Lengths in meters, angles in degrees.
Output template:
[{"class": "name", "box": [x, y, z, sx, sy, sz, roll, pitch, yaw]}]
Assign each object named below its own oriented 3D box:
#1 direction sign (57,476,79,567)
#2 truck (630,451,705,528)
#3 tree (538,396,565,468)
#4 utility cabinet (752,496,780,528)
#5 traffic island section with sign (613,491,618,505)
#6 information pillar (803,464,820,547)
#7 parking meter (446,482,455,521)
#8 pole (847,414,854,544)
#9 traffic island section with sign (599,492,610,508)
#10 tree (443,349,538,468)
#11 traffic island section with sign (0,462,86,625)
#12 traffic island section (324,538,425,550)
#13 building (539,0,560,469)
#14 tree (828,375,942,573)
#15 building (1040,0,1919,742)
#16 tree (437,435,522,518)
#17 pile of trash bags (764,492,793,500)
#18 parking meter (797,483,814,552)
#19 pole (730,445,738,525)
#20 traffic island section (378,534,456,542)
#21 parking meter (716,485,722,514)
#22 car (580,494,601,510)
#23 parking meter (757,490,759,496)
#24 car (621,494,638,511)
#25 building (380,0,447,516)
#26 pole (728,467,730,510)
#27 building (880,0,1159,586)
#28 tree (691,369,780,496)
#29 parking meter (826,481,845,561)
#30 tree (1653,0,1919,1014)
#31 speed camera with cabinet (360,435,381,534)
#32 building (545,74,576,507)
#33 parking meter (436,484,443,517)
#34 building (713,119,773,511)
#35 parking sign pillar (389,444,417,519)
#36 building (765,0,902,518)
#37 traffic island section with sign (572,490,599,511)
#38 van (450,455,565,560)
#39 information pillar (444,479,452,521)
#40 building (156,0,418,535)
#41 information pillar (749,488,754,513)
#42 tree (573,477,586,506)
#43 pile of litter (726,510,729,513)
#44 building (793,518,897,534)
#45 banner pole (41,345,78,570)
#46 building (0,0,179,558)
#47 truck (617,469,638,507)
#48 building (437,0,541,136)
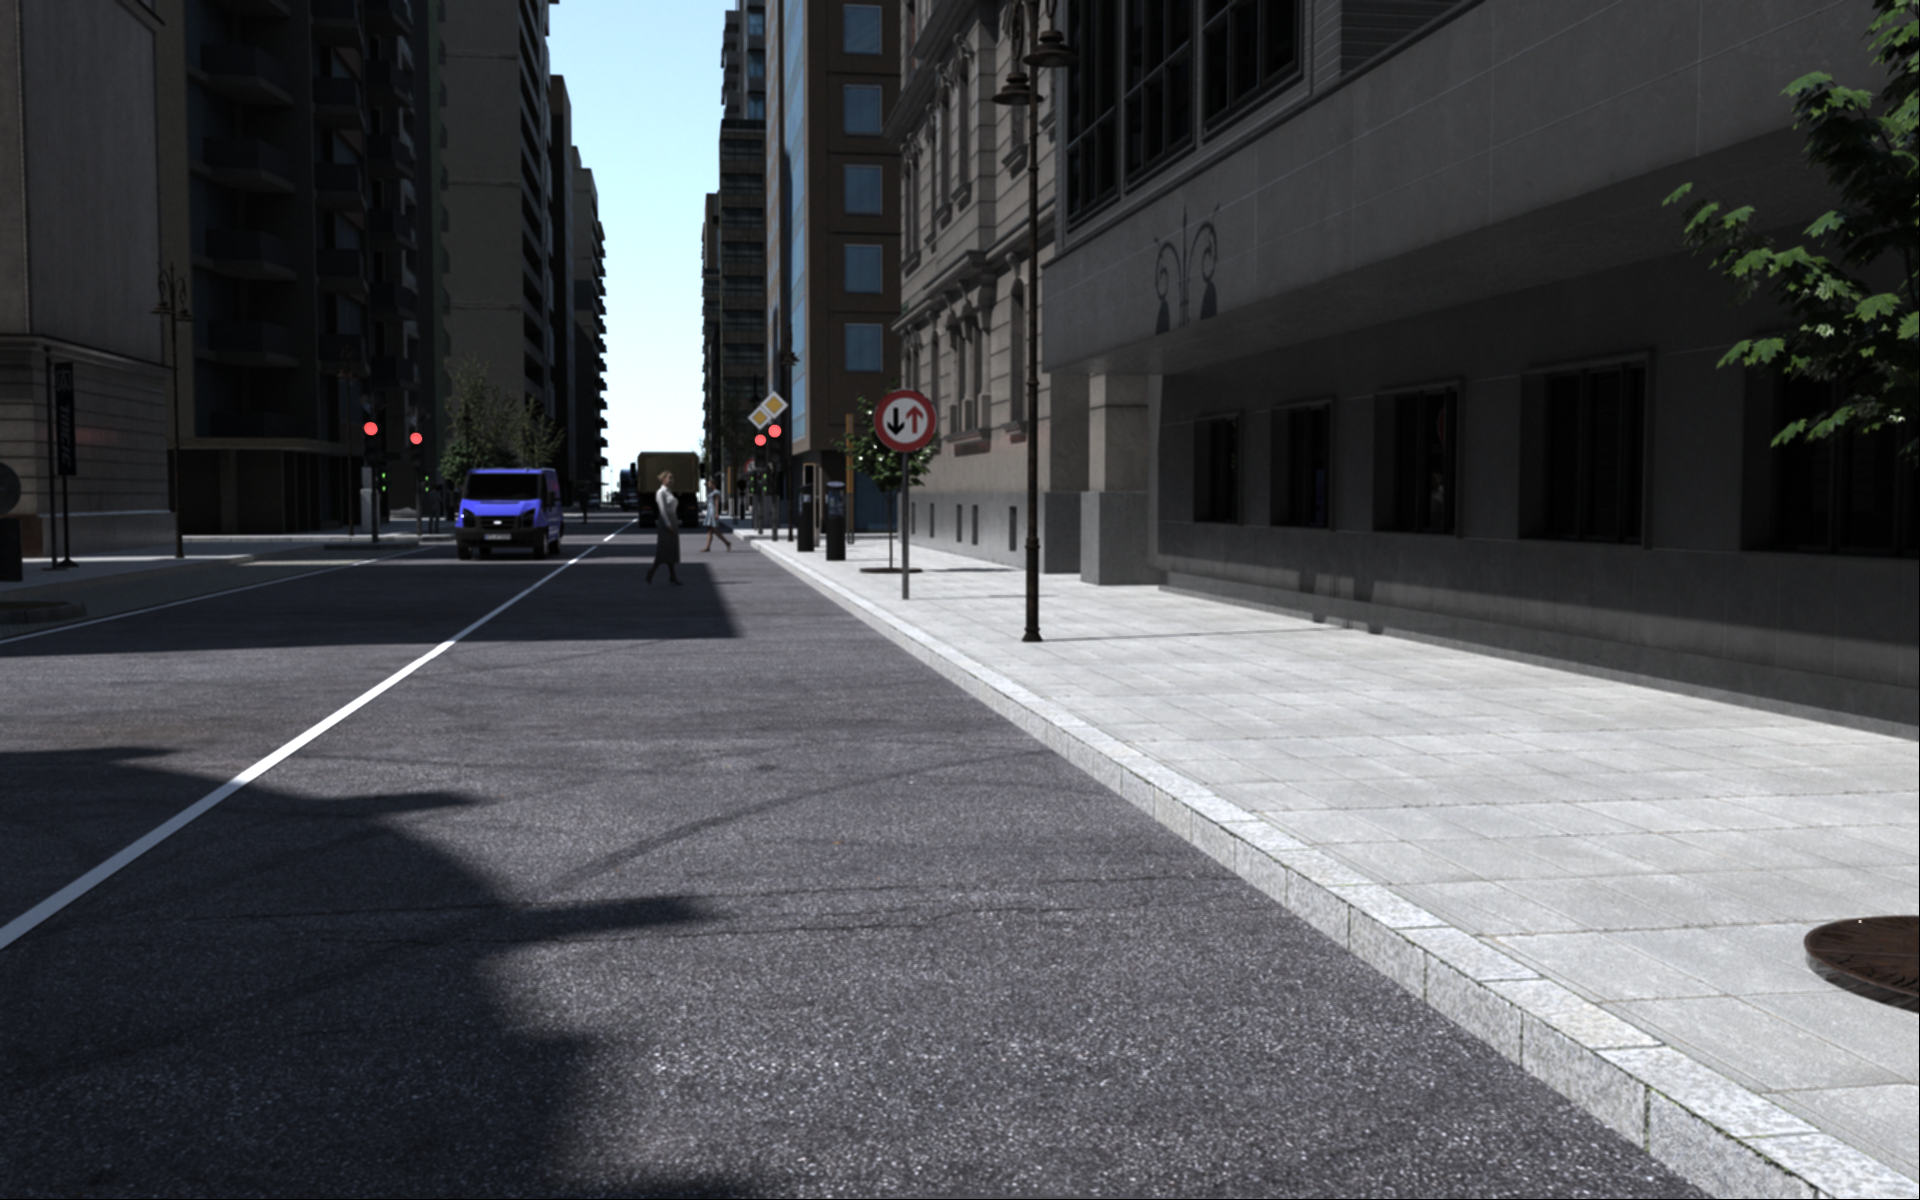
[{"class": "direction sign", "box": [-15.737, -2.350, 30.426, 0.379, 3.537, 0.876, -2, 4, -34]}, {"class": "truck", "box": [-13.057, -4.990, 77.511, 3.469, 3.379, 9.791, -1, 4, -10]}, {"class": "tree", "box": [-30.787, -10.653, 124.546, 4.737, 8.622, 4.395, 0, 3, 0]}, {"class": "utility cabinet", "box": [-7.248, -3.275, 64.709, 1.020, 1.237, 0.306, 0, 4, 0]}, {"class": "traffic island section with sign", "box": [-46.318, -13.745, 233.354, 1.989, 1.847, 2.006, -1, 4, -9]}, {"class": "information pillar", "box": [-3.592, -2.291, 41.944, 0.304, 2.012, 0.304, 1, 4, 16]}, {"class": "parking meter", "box": [-24.127, -4.668, 82.031, 0.255, 1.863, 0.399, -3, 5, -44]}, {"class": "pole", "box": [-2.806, -3.084, 44.268, 0.158, 3.312, 0.155, 0, 3, 0]}, {"class": "traffic island section with sign", "box": [-37.069, -10.309, 177.176, 1.989, 1.847, 2.006, -1, 4, -9]}, {"class": "tree", "box": [-24.330, -8.417, 87.973, 4.737, 8.622, 4.395, 0, 3, 0]}, {"class": "traffic island section with sign", "box": [-11.125, -0.671, 19.591, 1.989, 1.847, 2.006, -1, 4, -9]}, {"class": "traffic island section", "box": [-15.368, -1.417, 45.451, 2.009, 0.180, 2.903, -1, 4, -9]}, {"class": "building", "box": [-51.907, -34.853, 159.078, 28.713, 52.752, 27.495, -1, 4, -9]}, {"class": "tree", "box": [-1.025, -2.062, 28.321, 1.663, 3.219, 1.824, 0, 3, 0]}, {"class": "building", "box": [10.308, -11.585, 8.474, 14.314, 24.678, 30.058, -1, 4, -9]}, {"class": "tree", "box": [-26.357, -6.689, 93.080, 4.285, 4.588, 4.351, 0, 3, 0]}, {"class": "pile of trash bags", "box": [-8.367, -4.307, 80.179, 1.912, 1.369, 3.447, 1, 4, 11]}, {"class": "parking meter", "box": [-3.437, -1.844, 38.560, 0.372, 1.533, 0.369, 0, 3, 0]}, {"class": "pole", "box": [-9.431, -4.824, 72.712, 0.158, 3.312, 0.155, 0, 3, 0]}, {"class": "traffic island section", "box": [-16.665, -1.899, 53.330, 2.009, 0.180, 2.903, -1, 4, -9]}, {"class": "parking meter", "box": [-15.597, -6.493, 111.879, 0.399, 1.863, 0.255, -1, 4, -16]}, {"class": "car", "box": [-33.561, -8.889, 157.340, 2.014, 1.417, 4.499, -1, 4, -11]}, {"class": "parking meter", "box": [-13.875, -6.778, 119.230, 0.372, 1.533, 0.369, 0, 3, 0]}, {"class": "car", "box": [-27.209, -8.243, 144.567, 2.009, 1.686, 4.222, 0, 4, -8]}, {"class": "building", "box": [-36.895, -25.234, 96.170, 14.154, 41.232, 14.086, -1, 4, -9]}, {"class": "pole", "box": [-17.143, -8.263, 128.938, 0.158, 3.312, 0.155, 0, 3, 0]}, {"class": "building", "box": [6.271, -15.163, 35.301, 14.401, 28.519, 23.554, -1, 4, -9]}, {"class": "tree", "box": [-13.046, -9.309, 102.564, 4.737, 8.622, 4.395, 0, 3, 0]}, {"class": "parking meter", "box": [-2.398, -1.530, 33.421, 0.372, 1.533, 0.369, 0, 3, 0]}, {"class": "tree", "box": [2.658, -0.603, 4.467, 1.663, 3.219, 1.824, 0, 3, 0]}, {"class": "speed camera with cabinet", "box": [-19.391, -3.834, 57.027, 0.660, 3.252, 2.038, -1, 4, -16]}, {"class": "building", "box": [-47.830, -32.474, 181.060, 14.600, 45.320, 14.200, -1, 4, -9]}, {"class": "parking meter", "box": [-29.620, -5.679, 98.556, 0.399, 1.863, 0.255, -1, 4, -13]}, {"class": "building", "box": [-12.013, -22.377, 137.558, 14.160, 30.474, 14.107, -1, 4, -9]}, {"class": "parking sign pillar", "box": [-28.882, -6.199, 89.826, 1.447, 3.967, 1.447, 0, 4, -4]}, {"class": "building", "box": [-5.383, -28.353, 113.686, 14.600, 45.320, 14.200, -1, 4, -9]}, {"class": "traffic island section with sign", "box": [-32.585, -8.647, 150.000, 1.989, 1.847, 2.006, -1, 4, -9]}, {"class": "van", "box": [-10.243, -2.150, 39.543, 2.240, 2.365, 5.245, 0, 4, -8]}, {"class": "information pillar", "box": [-24.569, -4.815, 83.220, 0.304, 2.012, 0.304, -2, 4, -34]}, {"class": "building", "box": [-33.073, -25.073, 64.575, 22.147, 44.769, 28.867, -1, 4, -9]}, {"class": "information pillar", "box": [-14.444, -7.069, 120.076, 0.304, 2.012, 0.304, 2, 4, 26]}, {"class": "tree", "box": [-43.045, -12.203, 194.126, 1.663, 3.219, 1.824, 0, 3, 0]}, {"class": "pile of litter", "box": [-15.231, -6.270, 116.478, 1.176, 0.858, 1.719, 1, 4, 17]}, {"class": "building", "box": [1.085, -25.200, 62.136, 14.200, 45.320, 14.600, -1, 4, -9]}, {"class": "banner pole", "box": [-15.102, -2.388, 29.066, 0.863, 3.779, 0.401, 2, 4, 27]}, {"class": "building", "box": [-28.071, -10.559, 37.272, 19.286, 19.102, 10.561, -1, 4, -9]}, {"class": "truck", "box": [-36.348, -12.377, 192.120, 2.967, 4.110, 18.799, -1, 4, -10]}, {"class": "building", "box": [-44.422, -31.309, 135.599, 21.300, 48.544, 21.600, -1, 4, -9]}]
